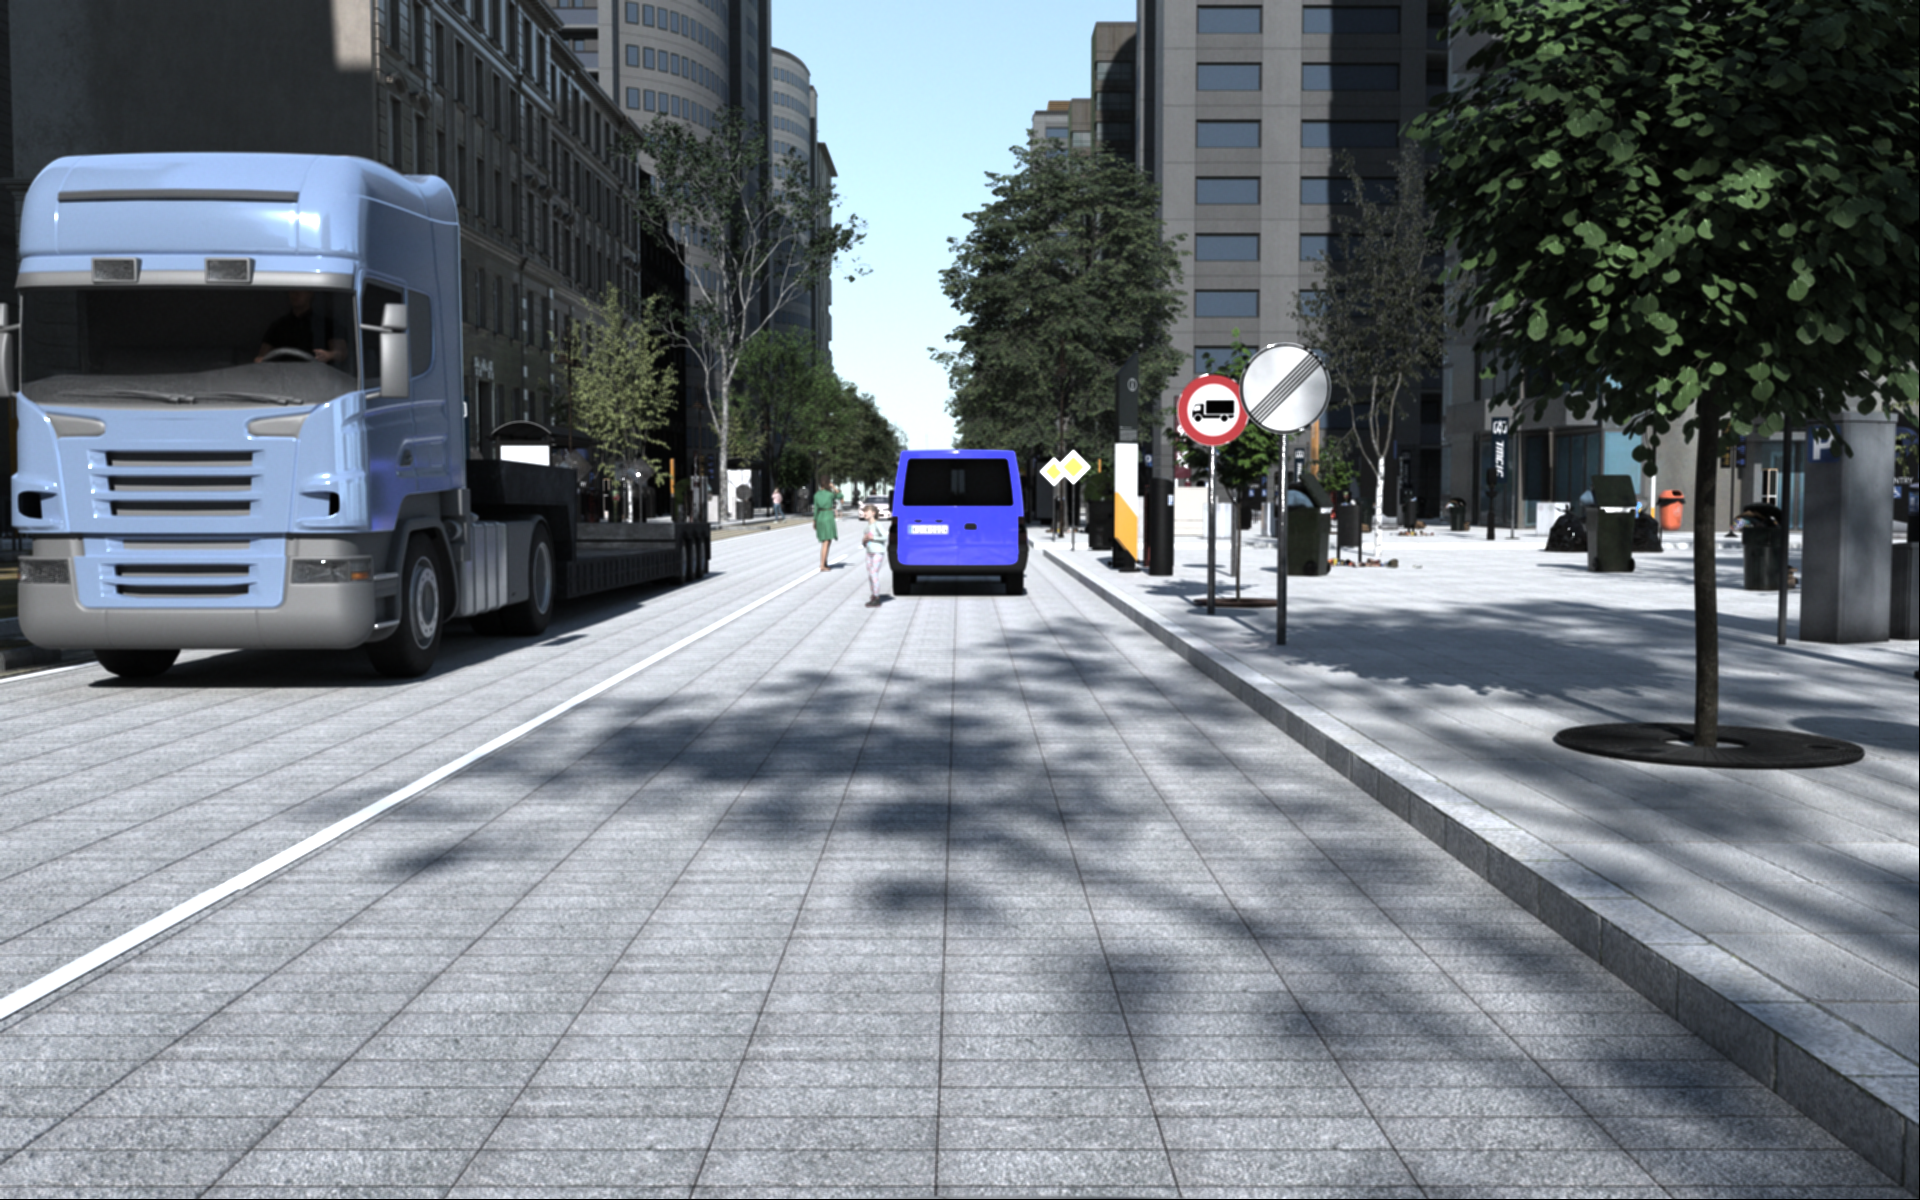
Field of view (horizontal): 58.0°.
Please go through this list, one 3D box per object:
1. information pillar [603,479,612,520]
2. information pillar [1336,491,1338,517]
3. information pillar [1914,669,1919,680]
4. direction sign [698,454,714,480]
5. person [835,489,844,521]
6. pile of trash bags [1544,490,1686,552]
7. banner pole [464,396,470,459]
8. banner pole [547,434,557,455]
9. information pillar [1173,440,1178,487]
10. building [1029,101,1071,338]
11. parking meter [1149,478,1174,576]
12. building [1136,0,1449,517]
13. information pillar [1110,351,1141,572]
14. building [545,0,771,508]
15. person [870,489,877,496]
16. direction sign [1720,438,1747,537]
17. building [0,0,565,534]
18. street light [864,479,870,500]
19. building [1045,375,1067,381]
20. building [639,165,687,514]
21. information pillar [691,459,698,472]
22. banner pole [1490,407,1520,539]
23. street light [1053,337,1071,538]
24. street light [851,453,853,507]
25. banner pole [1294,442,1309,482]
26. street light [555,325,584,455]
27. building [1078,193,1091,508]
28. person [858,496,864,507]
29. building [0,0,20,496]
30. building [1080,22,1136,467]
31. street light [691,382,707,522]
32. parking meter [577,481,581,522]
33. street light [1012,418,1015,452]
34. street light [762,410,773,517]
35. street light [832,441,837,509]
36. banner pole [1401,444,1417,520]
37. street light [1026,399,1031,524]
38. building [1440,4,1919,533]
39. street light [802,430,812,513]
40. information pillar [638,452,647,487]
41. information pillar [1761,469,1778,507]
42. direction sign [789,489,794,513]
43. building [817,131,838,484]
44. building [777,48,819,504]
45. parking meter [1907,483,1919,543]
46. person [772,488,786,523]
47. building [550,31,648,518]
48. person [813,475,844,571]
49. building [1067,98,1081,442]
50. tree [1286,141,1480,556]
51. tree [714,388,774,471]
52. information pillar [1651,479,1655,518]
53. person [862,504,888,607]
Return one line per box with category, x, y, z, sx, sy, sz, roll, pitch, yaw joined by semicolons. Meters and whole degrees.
information pillar;-17.187;-4.894;84.509;0.304;2.012;0.304;1;4;16
information pillar;19.852;-5.356;92.067;0.304;2.012;0.304;-2;4;-32
information pillar;6.749;-1.258;11.919;0.183;3.616;0.504;1;4;19
direction sign;-14.399;-6.499;98.252;0.876;3.537;0.379;-1;4;-19
person;-6.500;-5.126;93.321;0.522;1.701;0.512;1;4;11
pile of trash bags;14.874;-1.769;38.682;3.447;1.369;1.912;-2;4;-28
banner pole;-11.358;-2.981;38.761;0.863;3.779;0.401;0;4;-2
banner pole;-15.099;-4.530;64.083;0.401;3.779;0.863;-3;5;-42
information pillar;6.997;-3.971;56.287;0.183;3.616;0.504;0;4;-2
building;21.132;-44.289;266.115;21.231;58.520;28.212;0;3;0
parking meter;3.171;-1.153;27.270;0.372;1.533;0.369;0;3;0
building;21.345;-34.494;105.980;21.231;58.520;28.212;0;3;0
information pillar;2.734;-2.262;28.346;0.504;3.616;0.183;-3;5;-42
building;-29.723;-38.038;163.927;21.231;58.520;28.212;0;3;0
person;-6.803;-7.902;137.712;1.348;1.821;0.705;-2;4;-33
direction sign;22.982;-3.640;51.507;0.379;3.537;0.876;-2;4;-26
building;-24.019;-16.459;66.373;12.463;27.353;25.104;0;3;0
street light;-10.696;-13.548;194.297;0.468;5.910;1.993;0;3;0
building;25.601;-24.024;237.836;27.650;21.520;28.899;0;3;0
building;-25.229;-17.299;112.520;12.332;23.373;15.834;0;3;0
information pillar;-17.803;-7.650;116.435;0.504;3.616;0.183;1;4;21
banner pole;15.595;-3.641;49.545;0.863;3.779;0.401;1;4;22
street light;2.994;-4.783;50.997;0.468;5.910;1.993;0;3;0
street light;-10.662;-12.119;170.930;0.468;5.910;1.993;0;3;0
banner pole;16.459;-5.699;83.189;0.863;3.779;0.401;1;4;20
street light;-10.684;-4.569;47.491;0.468;5.910;1.993;0;3;0
building;18.367;-24.269;168.498;14.160;30.474;14.107;0;3;0
person;-6.341;-5.990;110.708;0.425;1.301;0.394;-1;4;-10
building;-47.801;-17.230;59.211;29.804;29.767;11.434;0;3;0
building;18.480;-28.777;154.100;14.154;41.232;14.086;0;3;0
street light;-10.717;-6.033;71.429;0.468;5.910;1.993;0;3;0
parking meter;-14.717;-3.710;66.366;0.255;1.863;0.399;1;4;18
street light;3.077;-7.674;98.256;0.468;5.910;1.993;0;3;0
street light;-10.616;-7.516;95.679;0.468;5.910;1.993;0;3;0
street light;-10.697;-10.690;147.562;0.468;5.910;1.993;0;3;0
banner pole;22.376;-5.890;86.324;0.863;3.779;0.401;0;4;1
street light;2.970;-6.245;74.888;0.468;5.910;1.993;0;3;0
building;34.216;-27.311;66.146;30.456;49.044;23.786;0;3;0
street light;-10.657;-8.945;119.046;0.468;5.910;1.993;0;3;0
information pillar;-17.651;-6.417;96.278;0.504;3.616;0.183;0;4;-2
information pillar;23.674;-2.825;50.686;0.304;2.012;0.304;-1;4;-13
direction sign;-11.408;-7.635;116.825;0.379;3.537;0.876;-2;4;-32
building;-32.990;-40.698;254.651;28.713;52.752;27.495;0;3;0
building;-30.196;-41.876;226.674;21.231;58.520;28.212;0;3;0
parking meter;20.956;-1.804;37.910;0.372;1.533;0.369;0;3;0
person;-9.008;-4.721;86.272;0.643;1.750;0.593;2;4;34
building;-24.755;-18.012;91.753;12.463;27.353;25.104;0;3;0
person;-2.532;-1.450;32.449;0.600;1.795;0.529;2;4;23
building;18.235;-30.504;182.334;14.154;41.232;14.086;0;3;0
tree;8.711;-5.231;35.885;4.360;8.622;3.978;0;3;0
tree;-15.023;-10.254;118.007;4.737;8.622;4.395;0;3;0
information pillar;19.628;-3.526;48.997;0.183;3.616;0.504;1;4;23
person;-1.112;-0.570;22.105;0.425;1.301;0.394;2;4;32
